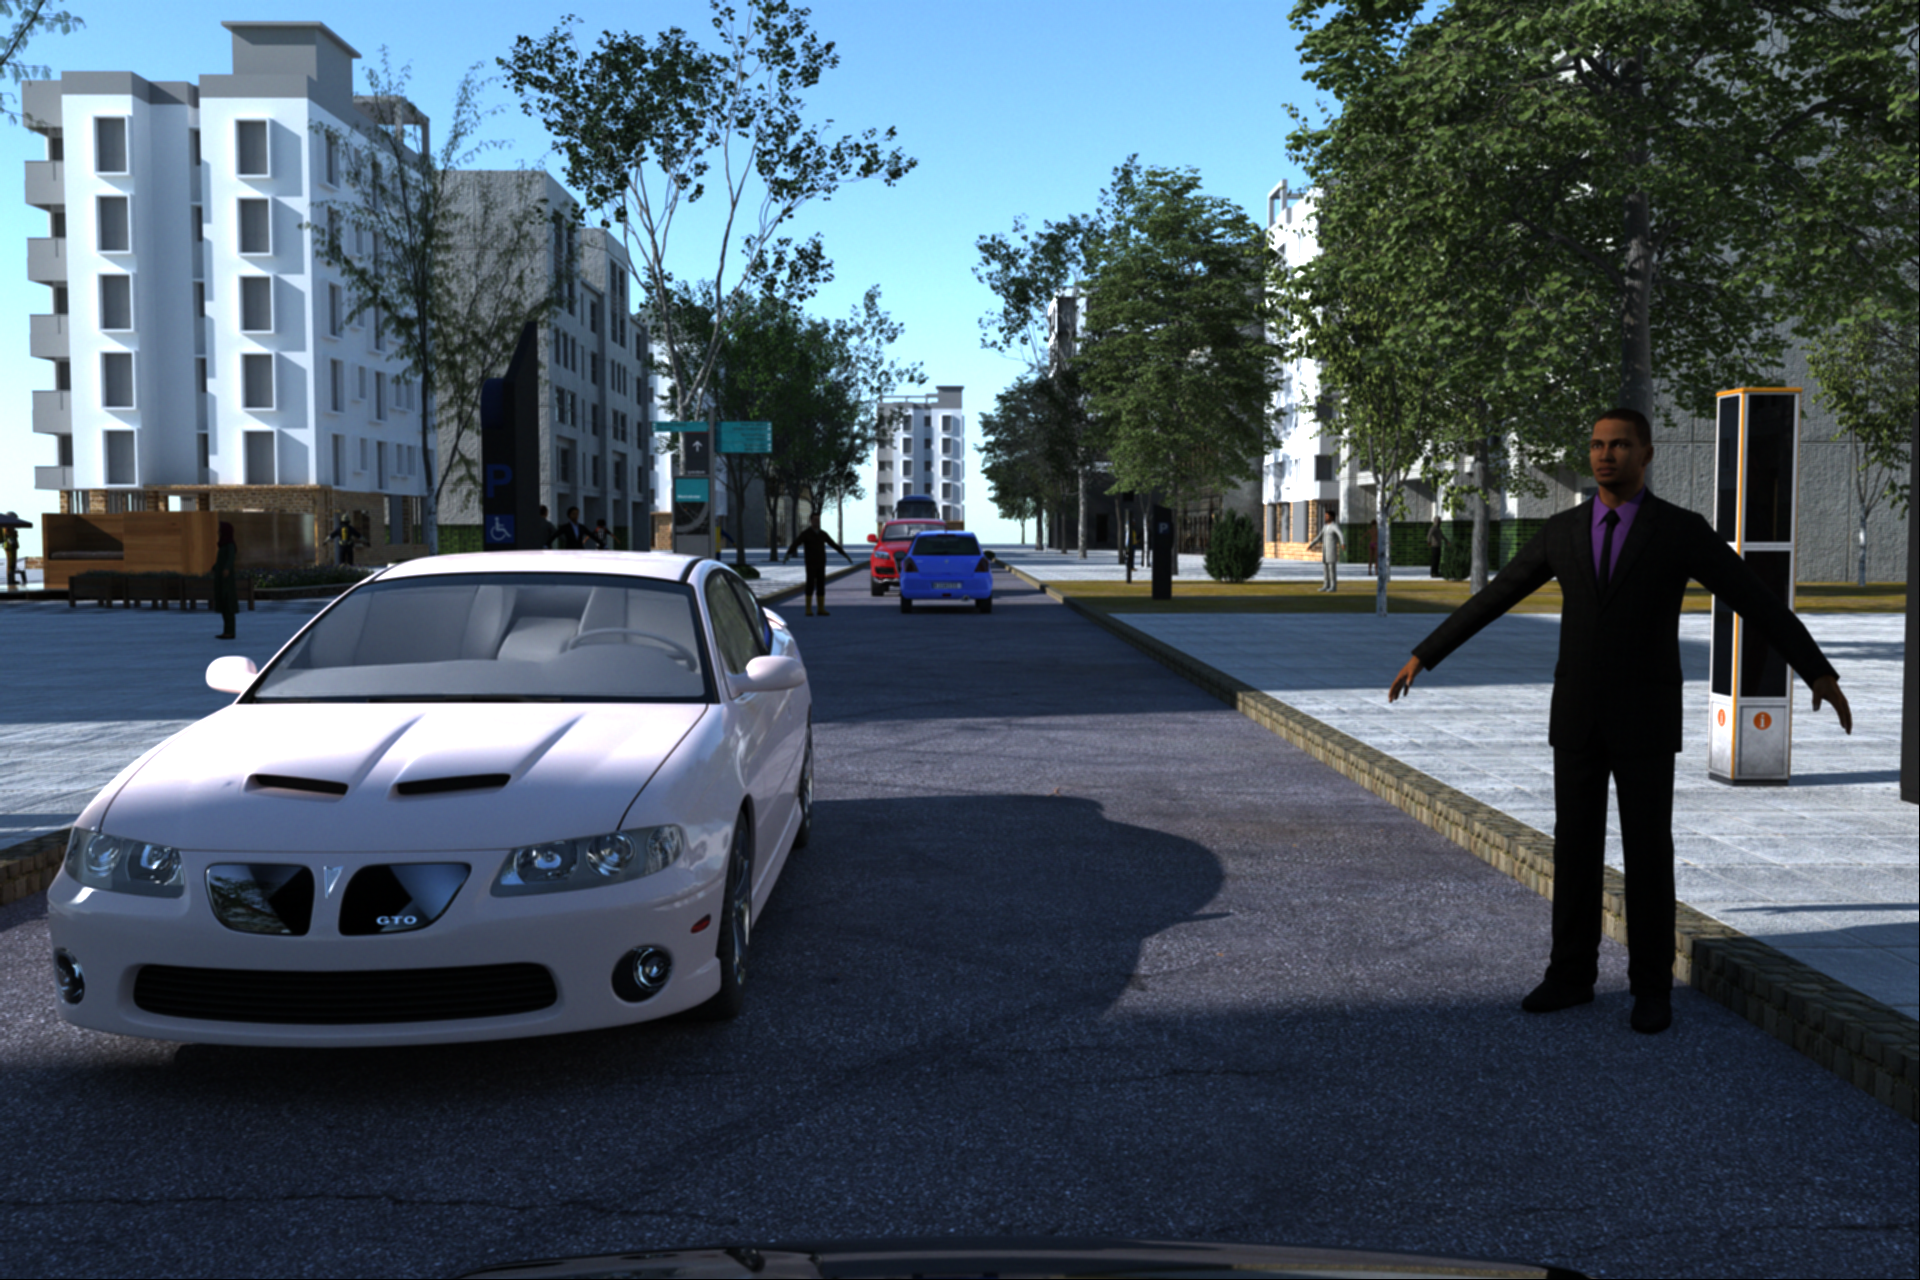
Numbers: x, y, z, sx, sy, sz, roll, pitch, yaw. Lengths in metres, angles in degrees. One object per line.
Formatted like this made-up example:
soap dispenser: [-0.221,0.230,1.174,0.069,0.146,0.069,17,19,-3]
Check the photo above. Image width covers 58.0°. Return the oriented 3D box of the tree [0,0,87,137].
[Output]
tree: [-9.017,-3.775,12.085,4.360,8.622,3.978,0,3,0]

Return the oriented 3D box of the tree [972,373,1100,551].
tree: [6.046,-13.875,133.505,9.857,13.997,8.962,0,3,0]

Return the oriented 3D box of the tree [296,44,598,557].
tree: [-8.516,-4.691,27.058,4.360,8.622,3.978,0,3,0]

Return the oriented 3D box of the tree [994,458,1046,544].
tree: [7.919,-18.009,220.202,9.928,11.665,9.643,0,3,0]

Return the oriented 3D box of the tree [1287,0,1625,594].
tree: [10.674,-7.246,36.601,7.486,12.596,7.792,0,3,0]

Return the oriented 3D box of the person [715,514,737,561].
person: [-5.868,-2.116,41.068,1.216,1.772,0.721,-1,4,-23]

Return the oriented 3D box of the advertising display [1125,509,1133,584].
advertising display: [4.399,-2.441,45.131,0.123,1.923,0.974,0,3,0]

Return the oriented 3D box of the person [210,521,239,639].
person: [-9.052,-0.734,21.212,0.599,1.438,0.989,-2,4,-32]

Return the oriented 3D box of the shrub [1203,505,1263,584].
shrub: [7.085,-2.479,44.958,1.690,2.028,1.600,0,3,0]

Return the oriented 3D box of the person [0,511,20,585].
person: [-24.121,-2.344,44.087,0.705,1.858,1.354,-2,4,-26]

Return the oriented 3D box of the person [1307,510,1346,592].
person: [8.234,-1.987,38.678,0.705,1.806,1.347,-2,4,-24]

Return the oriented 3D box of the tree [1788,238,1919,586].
tree: [22.334,-5.621,42.262,4.737,8.622,4.395,0,3,0]

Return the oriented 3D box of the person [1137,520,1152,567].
person: [7.285,-3.769,67.553,0.705,1.837,1.347,-2,4,-34]

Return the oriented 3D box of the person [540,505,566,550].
person: [-7.402,-1.501,30.820,1.348,1.796,0.705,1,4,19]

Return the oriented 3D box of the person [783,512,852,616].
person: [-2.527,-1.335,30.421,1.346,1.812,0.704,-2,4,-32]

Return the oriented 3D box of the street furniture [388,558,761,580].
street furniture: [-10.673,-1.962,47.700,10.072,0.657,5.734,0,4,1]

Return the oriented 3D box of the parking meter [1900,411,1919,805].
parking meter: [4.731,-0.153,8.205,0.399,1.863,0.255,0,4,0]

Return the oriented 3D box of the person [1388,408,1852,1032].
person: [1.932,0.217,5.138,1.346,1.802,0.704,3,5,41]

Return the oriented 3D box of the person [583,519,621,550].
person: [-13.006,-3.469,62.862,1.345,1.843,0.704,-1,4,-8]

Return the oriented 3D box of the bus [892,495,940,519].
bus: [-2.721,-7.393,112.416,2.896,3.916,12.251,0,4,0]

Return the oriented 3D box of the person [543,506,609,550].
person: [-6.391,-1.353,28.840,1.216,1.740,0.721,-2,4,-31]

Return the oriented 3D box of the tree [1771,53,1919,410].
tree: [21.235,-7.555,33.890,12.009,13.543,11.850,0,3,0]

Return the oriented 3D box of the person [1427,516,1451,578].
person: [14.054,-2.744,50.987,0.705,1.813,1.348,3,5,42]

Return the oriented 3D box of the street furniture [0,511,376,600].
street furniture: [-15.325,-1.844,36.997,9.812,1.723,11.010,0,4,2]

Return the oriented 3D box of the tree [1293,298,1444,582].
tree: [11.146,-5.834,45.744,4.737,8.622,4.395,0,3,0]

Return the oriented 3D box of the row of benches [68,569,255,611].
row of benches: [-13.828,-0.876,29.793,4.104,0.672,1.422,2,4,28]

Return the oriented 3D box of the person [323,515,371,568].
person: [-18.145,-2.779,51.208,1.354,1.856,0.705,-1,4,-11]

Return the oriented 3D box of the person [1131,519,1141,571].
person: [6.011,-3.333,60.457,0.705,1.833,1.349,2,4,23]

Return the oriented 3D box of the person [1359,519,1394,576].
person: [12.861,-2.862,53.589,0.721,1.733,1.217,-3,5,-43]

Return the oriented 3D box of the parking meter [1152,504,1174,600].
parking meter: [3.970,-1.723,33.877,0.399,1.863,0.255,0,4,-2]

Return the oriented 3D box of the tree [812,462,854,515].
tree: [-18.358,-18.986,220.785,12.009,13.543,11.850,0,3,0]

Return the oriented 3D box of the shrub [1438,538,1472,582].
shrub: [13.292,-2.159,46.409,1.383,1.207,1.383,0,3,0]
